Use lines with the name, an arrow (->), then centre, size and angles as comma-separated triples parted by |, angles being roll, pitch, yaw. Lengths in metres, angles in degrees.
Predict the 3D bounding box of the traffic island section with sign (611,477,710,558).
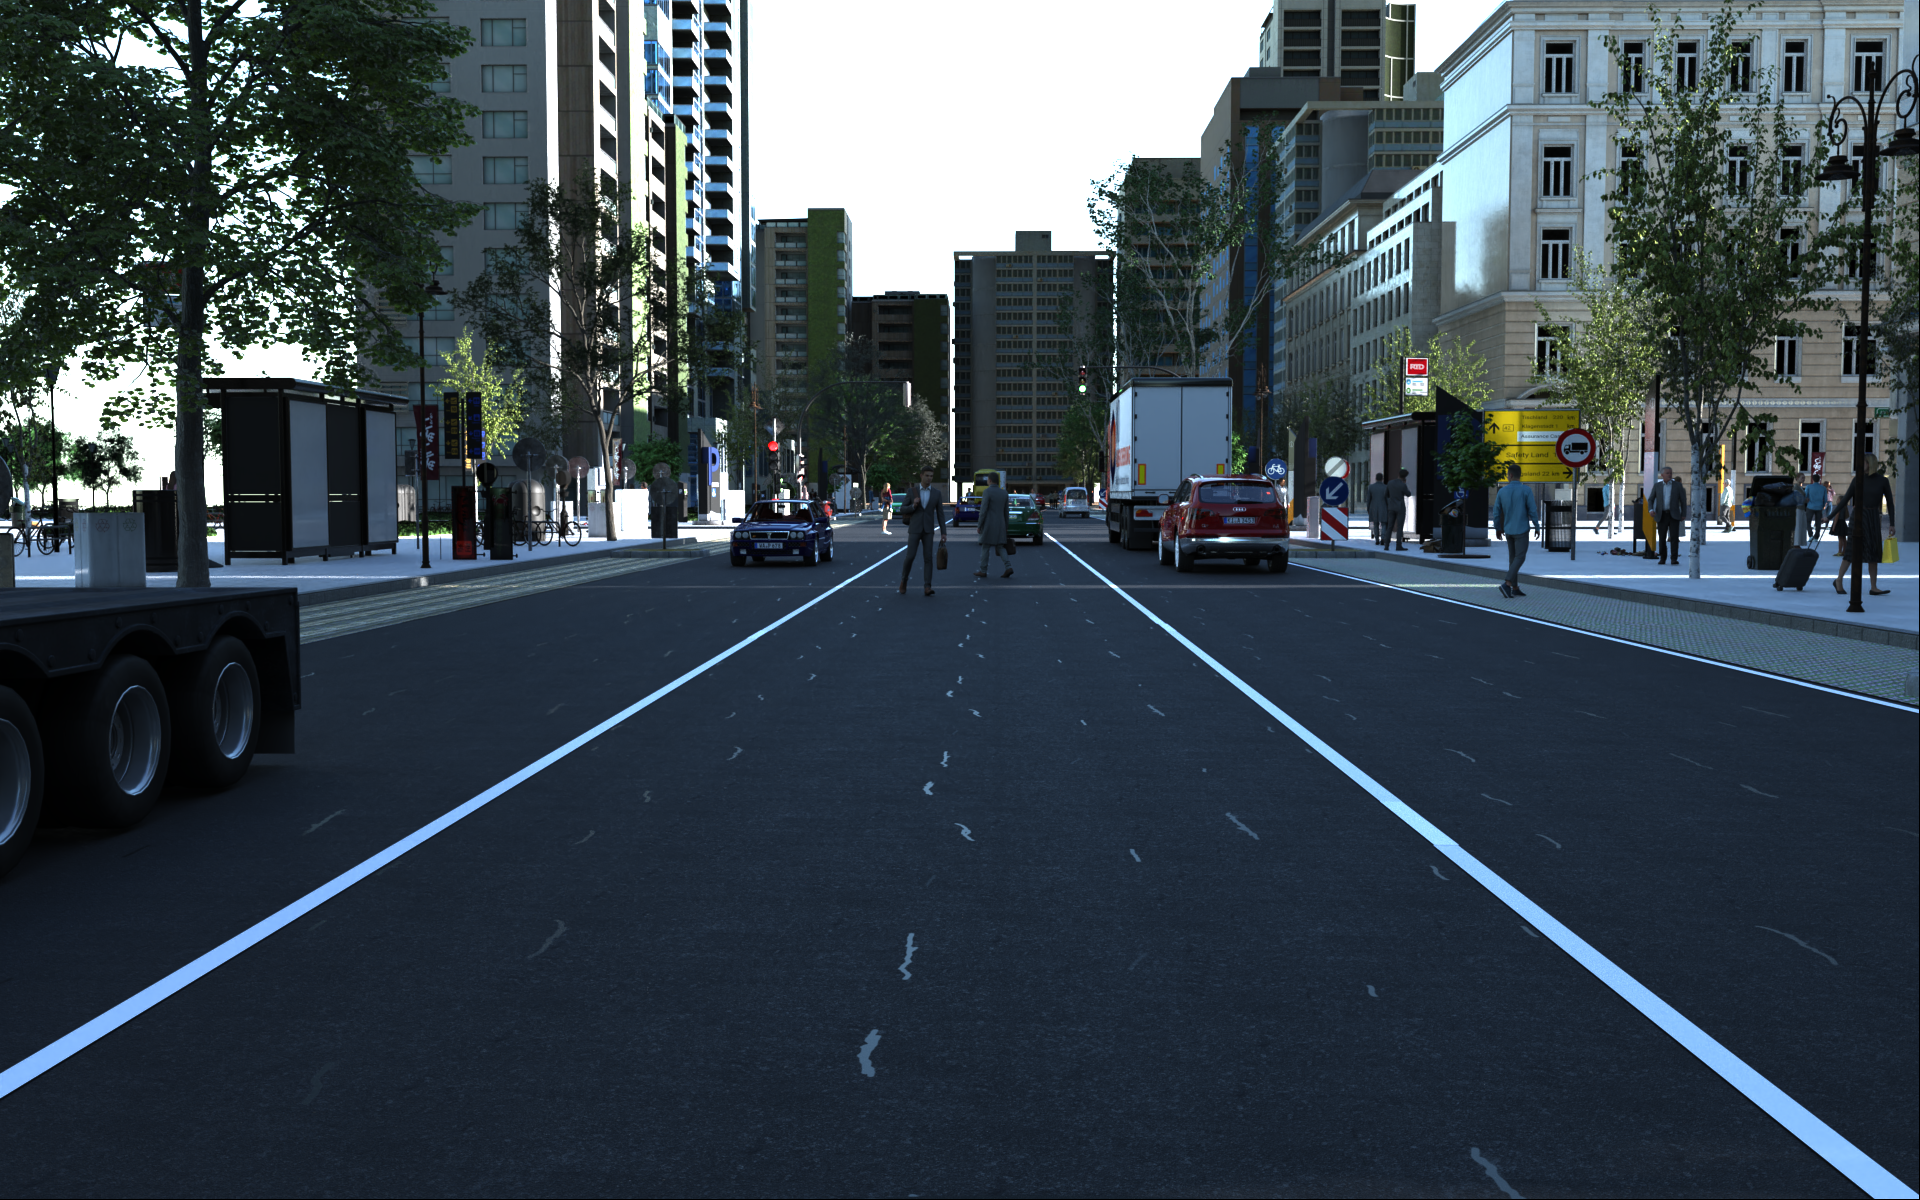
traffic island section with sign -> -6.776, -1.886, 39.466 | 1.989, 1.847, 2.006 | 0, 4, 1

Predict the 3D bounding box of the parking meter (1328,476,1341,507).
parking meter -> 12.245, -3.107, 56.515 | 0.399, 1.863, 0.255 | 2, 4, 32

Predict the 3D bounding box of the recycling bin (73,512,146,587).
recycling bin -> -11.538, -0.670, 23.503 | 0.722, 1.027, 0.722 | -3, 5, -42

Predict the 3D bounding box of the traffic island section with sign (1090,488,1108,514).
traffic island section with sign -> 9.902, -6.917, 121.718 | 1.989, 1.847, 2.006 | 0, 4, 1

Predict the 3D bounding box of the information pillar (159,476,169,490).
information pillar -> -32.269, -4.023, 70.262 | 0.304, 2.012, 0.304 | -3, 4, -38

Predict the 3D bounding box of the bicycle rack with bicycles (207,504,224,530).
bicycle rack with bicycles -> -27.217, -2.943, 61.497 | 2.925, 0.926, 2.852 | -2, 4, -25

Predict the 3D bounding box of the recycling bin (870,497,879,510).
recycling bin -> -7.072, -7.953, 142.590 | 0.722, 1.027, 0.722 | 0, 4, -3

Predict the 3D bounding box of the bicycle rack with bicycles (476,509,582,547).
bicycle rack with bicycles -> -11.049, -1.769, 42.306 | 2.925, 0.926, 2.852 | 3, 5, 40

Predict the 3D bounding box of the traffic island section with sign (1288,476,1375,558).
traffic island section with sign -> 8.243, -1.880, 39.359 | 1.989, 1.847, 2.006 | 0, 4, 1

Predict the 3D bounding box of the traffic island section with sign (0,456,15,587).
traffic island section with sign -> -7.325, -0.220, 12.233 | 1.989, 1.847, 2.006 | 0, 4, 1

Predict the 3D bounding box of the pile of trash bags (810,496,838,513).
pile of trash bags -> -9.750, -6.345, 113.500 | 3.447, 1.369, 1.912 | 0, 4, -7

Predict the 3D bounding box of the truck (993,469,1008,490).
truck -> 3.981, -12.740, 197.218 | 2.839, 4.237, 11.283 | 0, 4, 2

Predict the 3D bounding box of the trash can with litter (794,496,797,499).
trash can with litter -> -8.866, -4.931, 91.683 | 1.678, 1.210, 2.233 | 1, 4, 22

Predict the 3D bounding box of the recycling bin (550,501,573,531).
recycling bin -> -14.022, -2.962, 60.982 | 0.722, 1.027, 0.722 | -1, 4, -17

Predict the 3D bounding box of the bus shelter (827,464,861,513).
bus shelter -> -8.109, -7.777, 121.073 | 2.014, 3.302, 5.546 | 0, 4, 1

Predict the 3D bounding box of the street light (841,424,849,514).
street light -> -7.584, -8.641, 114.075 | 0.468, 5.910, 1.993 | 0, 4, 1

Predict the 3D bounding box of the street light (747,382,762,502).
street light -> -8.433, -6.029, 71.365 | 0.468, 5.910, 1.993 | 0, 4, 1

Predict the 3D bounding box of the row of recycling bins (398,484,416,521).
row of recycling bins -> -23.150, -3.948, 71.670 | 1.069, 1.692, 3.534 | -1, 4, -9

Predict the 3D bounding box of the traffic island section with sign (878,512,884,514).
traffic island section with sign -> -5.119, -6.926, 121.868 | 1.989, 1.847, 2.006 | 0, 4, 1

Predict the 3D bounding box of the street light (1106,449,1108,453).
street light -> 12.354, -10.462, 143.849 | 0.468, 5.910, 1.993 | 0, 4, 1

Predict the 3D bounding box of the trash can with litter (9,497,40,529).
trash can with litter -> -34.179, -3.179, 63.364 | 1.055, 1.170, 0.624 | 0, 4, 0

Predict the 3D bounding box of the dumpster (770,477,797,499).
dumpster -> -9.894, -5.797, 97.280 | 1.502, 2.255, 1.985 | 0, 4, 1

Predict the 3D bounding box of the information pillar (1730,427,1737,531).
information pillar -> 26.690, -4.185, 59.777 | 0.183, 3.616, 0.504 | 1, 4, 16

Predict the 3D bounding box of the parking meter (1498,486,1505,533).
parking meter -> 17.955, -2.985, 57.211 | 0.372, 1.533, 0.369 | 0, 3, 0

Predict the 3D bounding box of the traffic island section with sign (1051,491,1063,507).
traffic island section with sign -> 11.457, -11.644, 199.009 | 1.989, 1.847, 2.006 | 0, 4, 1

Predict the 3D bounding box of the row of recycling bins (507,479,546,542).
row of recycling bins -> -12.155, -2.523, 48.358 | 1.069, 1.692, 3.534 | -1, 4, -16

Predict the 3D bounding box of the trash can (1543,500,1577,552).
trash can -> 13.317, -1.640, 38.471 | 0.748, 1.137, 0.748 | 0, 3, 0

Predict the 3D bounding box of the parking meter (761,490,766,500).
parking meter -> -11.571, -5.706, 101.697 | 0.372, 1.533, 0.369 | 0, 3, 0

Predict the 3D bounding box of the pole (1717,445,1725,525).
pole -> 31.532, -4.767, 71.784 | 0.158, 3.312, 0.155 | 0, 3, 0

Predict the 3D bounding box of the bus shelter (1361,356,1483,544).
bus shelter -> 12.615, -4.323, 48.312 | 2.179, 5.291, 8.768 | 0, 4, 1

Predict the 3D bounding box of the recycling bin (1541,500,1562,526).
recycling bin -> 24.114, -3.551, 70.609 | 0.722, 1.027, 0.722 | 1, 4, 9

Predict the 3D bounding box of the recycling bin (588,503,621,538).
recycling bin -> -10.555, -2.376, 51.399 | 0.722, 1.027, 0.722 | 1, 4, 20

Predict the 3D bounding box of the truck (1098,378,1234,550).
truck -> 5.458, -3.571, 47.297 | 2.839, 4.237, 11.283 | 0, 4, 1

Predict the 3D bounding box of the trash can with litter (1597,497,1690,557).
trash can with litter -> 14.244, -1.554, 36.462 | 1.678, 1.210, 2.233 | 0, 4, -7

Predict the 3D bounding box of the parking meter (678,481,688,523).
parking meter -> -12.512, -4.433, 78.192 | 0.399, 1.863, 0.255 | 2, 4, 32

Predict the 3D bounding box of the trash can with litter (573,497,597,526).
trash can with litter -> -15.463, -3.674, 71.125 | 2.233, 1.210, 1.678 | -1, 4, -10

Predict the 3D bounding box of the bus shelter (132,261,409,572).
bus shelter -> -12.910, -3.358, 32.542 | 2.179, 5.291, 8.768 | 0, 4, 1

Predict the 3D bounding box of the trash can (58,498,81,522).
trash can -> -30.427, -2.905, 59.146 | 0.748, 1.137, 0.748 | 0, 3, 0

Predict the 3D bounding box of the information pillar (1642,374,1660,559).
information pillar -> 13.648, -2.620, 34.191 | 0.183, 3.616, 0.504 | 0, 4, -1

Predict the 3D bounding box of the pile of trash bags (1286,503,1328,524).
pile of trash bags -> 13.986, -3.844, 72.604 | 3.447, 1.369, 1.912 | -2, 4, -24

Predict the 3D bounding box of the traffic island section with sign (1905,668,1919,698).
traffic island section with sign -> 7.689, -0.194, 11.792 | 1.989, 1.847, 2.006 | 0, 4, 1

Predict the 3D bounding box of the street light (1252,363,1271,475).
street light -> 10.630, -5.406, 61.183 | 0.468, 5.910, 1.993 | 0, 4, 1

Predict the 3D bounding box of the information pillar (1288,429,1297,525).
information pillar -> 11.930, -4.318, 61.953 | 0.183, 3.616, 0.504 | -2, 4, -35

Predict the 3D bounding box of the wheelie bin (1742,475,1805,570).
wheelie bin -> 13.810, -1.313, 29.368 | 0.980, 1.594, 0.693 | 1, 4, 9

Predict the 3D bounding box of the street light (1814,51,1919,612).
street light -> 9.750, -2.807, 18.678 | 0.468, 5.910, 1.993 | 0, 4, 1

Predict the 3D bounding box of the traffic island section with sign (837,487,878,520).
traffic island section with sign -> -5.666, -5.269, 94.769 | 1.989, 1.847, 2.006 | 0, 4, 1

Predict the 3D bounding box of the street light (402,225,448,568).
street light -> -9.267, -3.491, 29.873 | 0.468, 5.910, 1.993 | 0, 4, 1

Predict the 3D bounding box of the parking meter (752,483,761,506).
parking meter -> -10.663, -5.201, 90.750 | 0.399, 1.863, 0.255 | 3, 4, 38
